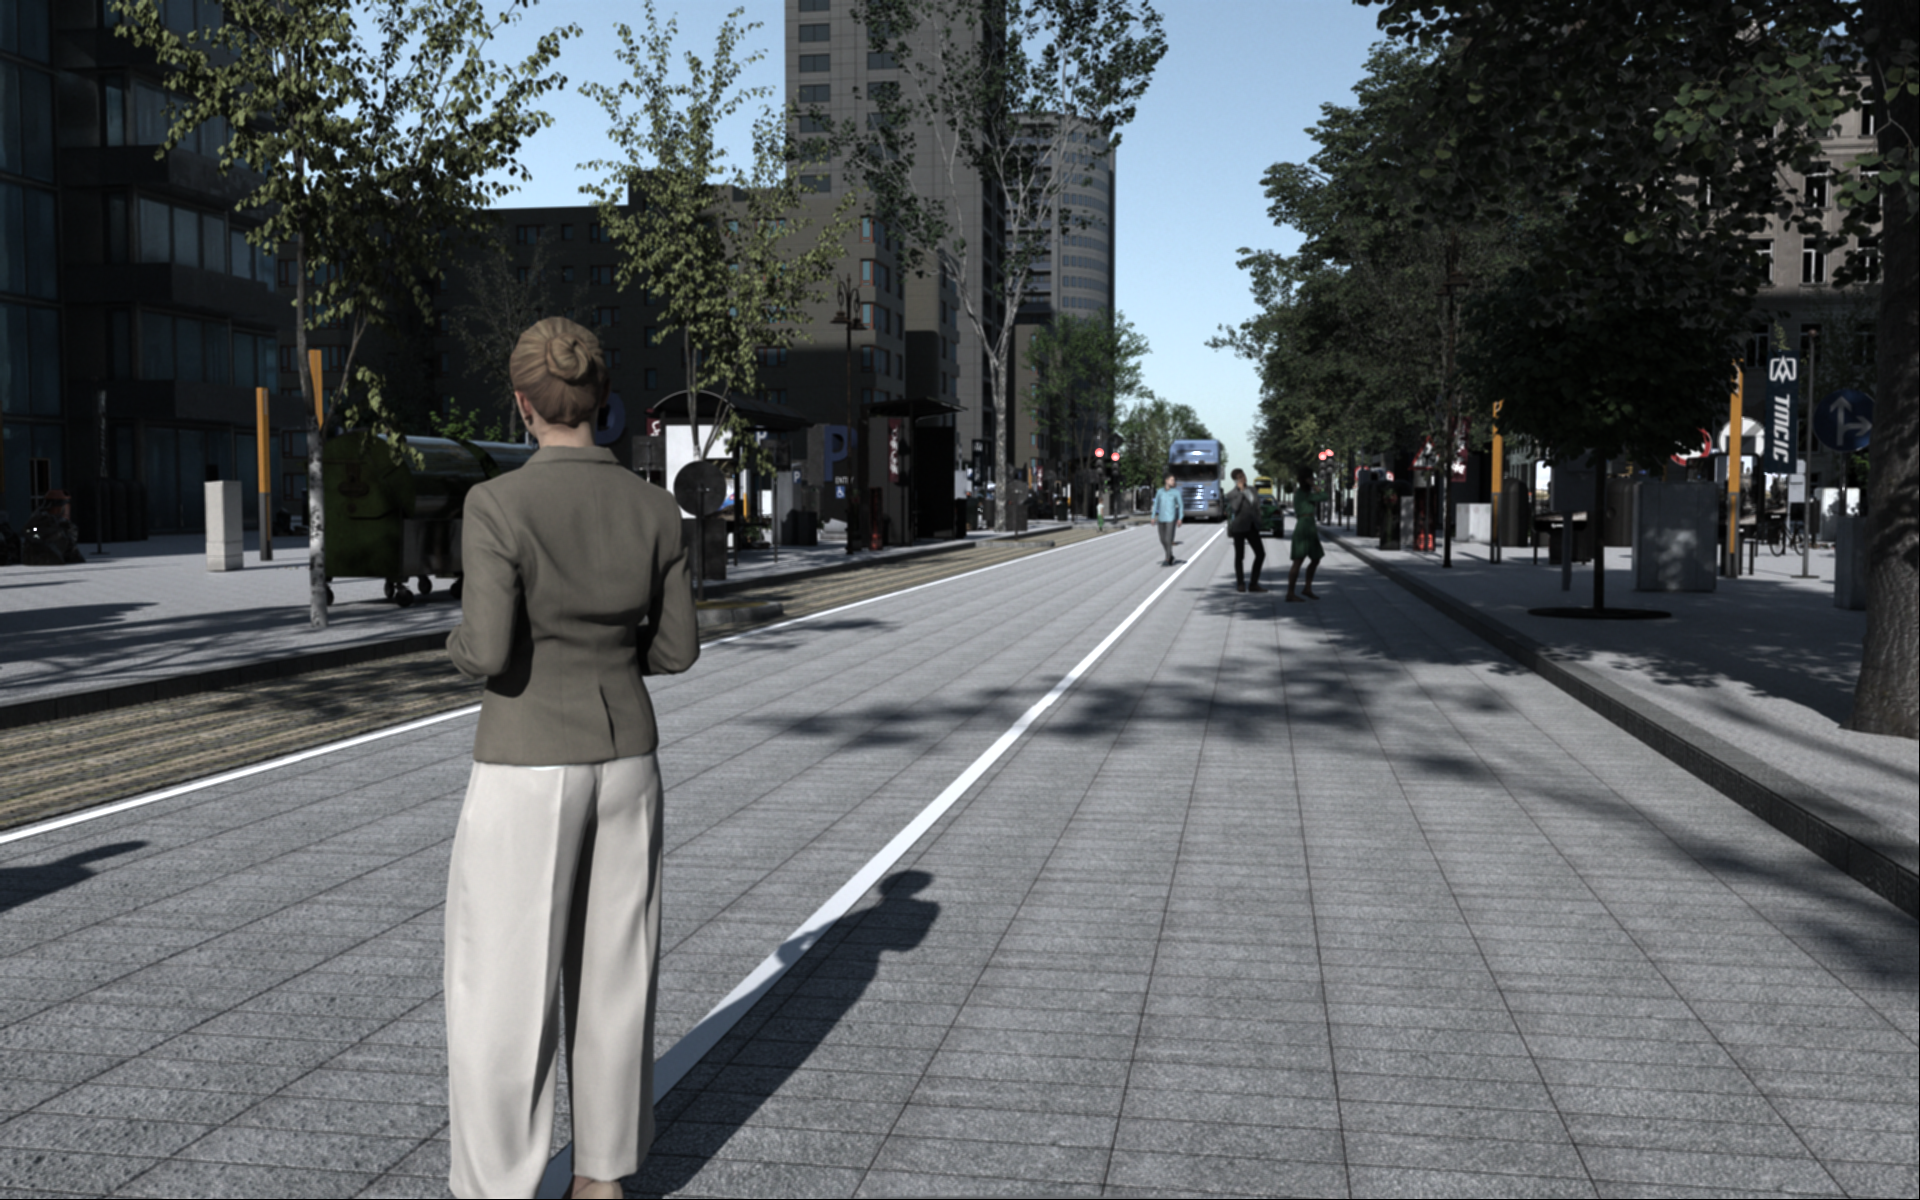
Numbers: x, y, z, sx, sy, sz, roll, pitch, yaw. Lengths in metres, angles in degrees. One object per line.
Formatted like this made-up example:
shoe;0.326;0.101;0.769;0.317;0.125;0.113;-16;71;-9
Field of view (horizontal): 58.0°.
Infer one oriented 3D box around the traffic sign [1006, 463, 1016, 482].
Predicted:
traffic sign;1.887;-4.314;70.638;0.768;2.556;0.104;1;4;14

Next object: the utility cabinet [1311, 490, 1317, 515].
utility cabinet;21.844;-5.945;105.883;0.318;1.500;1.173;-3;4;-38

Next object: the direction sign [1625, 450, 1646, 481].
direction sign;29.253;-5.078;75.015;0.876;3.537;0.379;2;4;29

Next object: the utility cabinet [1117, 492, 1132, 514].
utility cabinet;10.294;-6.130;108.911;1.173;1.500;0.318;-2;4;-35

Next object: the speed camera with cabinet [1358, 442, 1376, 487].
speed camera with cabinet;15.366;-4.307;64.749;0.660;3.252;2.038;0;4;2

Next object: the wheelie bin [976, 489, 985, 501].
wheelie bin;1.461;-6.306;111.004;0.693;1.594;0.980;2;4;32

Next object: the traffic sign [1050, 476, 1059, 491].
traffic sign;5.794;-6.623;108.390;0.768;2.556;0.104;1;4;19

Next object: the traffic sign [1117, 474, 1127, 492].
traffic sign;10.212;-6.714;109.877;0.768;2.556;0.104;1;4;18

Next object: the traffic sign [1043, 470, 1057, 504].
traffic sign;4.684;-5.542;90.713;0.768;2.556;0.104;1;4;15

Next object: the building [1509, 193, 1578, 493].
building;43.310;-16.087;117.771;10.420;20.320;16.860;1;4;10

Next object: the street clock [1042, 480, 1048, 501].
street clock;4.431;-5.244;90.307;0.358;2.002;0.471;1;4;14

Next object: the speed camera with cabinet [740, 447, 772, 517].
speed camera with cabinet;-8.539;-4.813;73.023;2.038;3.252;0.660;-1;4;-13

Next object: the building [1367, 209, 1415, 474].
building;77.248;-40.040;278.359;21.300;48.544;21.600;1;4;10

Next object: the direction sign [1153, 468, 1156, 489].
direction sign;17.241;-9.876;153.467;0.379;3.537;0.876;0;4;-7

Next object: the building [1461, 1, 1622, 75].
building;51.777;-31.064;158.012;14.600;45.320;14.200;1;4;10

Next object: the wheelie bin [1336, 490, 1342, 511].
wheelie bin;27.924;-7.368;128.373;0.693;1.594;0.980;3;4;36

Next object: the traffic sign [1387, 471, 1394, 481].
traffic sign;23.981;-5.932;97.086;0.768;2.556;0.104;1;4;18

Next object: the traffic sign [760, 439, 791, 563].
traffic sign;-3.435;-1.843;32.258;0.606;2.300;0.079;1;4;14

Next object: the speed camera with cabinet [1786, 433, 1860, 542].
speed camera with cabinet;23.143;-3.206;46.762;2.038;3.252;0.660;0;4;1

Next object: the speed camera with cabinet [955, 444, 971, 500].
speed camera with cabinet;-0.502;-4.525;68.326;0.660;3.252;2.038;-2;4;-32

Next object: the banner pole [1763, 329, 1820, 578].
banner pole;12.727;-2.231;26.488;0.863;3.779;0.401;1;4;18

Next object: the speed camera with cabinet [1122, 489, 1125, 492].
speed camera with cabinet;11.341;-8.178;128.041;2.038;3.252;0.660;-2;4;-33

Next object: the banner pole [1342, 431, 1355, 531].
banner pole;13.629;-4.302;60.356;0.401;3.779;0.863;2;4;31

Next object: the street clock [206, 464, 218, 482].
street clock;-18.205;-2.302;42.201;0.358;2.002;0.471;-2;4;-31

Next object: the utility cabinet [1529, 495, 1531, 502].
utility cabinet;26.852;-4.282;81.169;1.020;1.237;0.306;0;4;1

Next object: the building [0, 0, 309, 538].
building;-38.460;-26.540;53.532;30.456;49.044;23.786;1;4;10

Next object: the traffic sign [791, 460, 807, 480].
traffic sign;-4.769;-3.015;51.424;0.606;2.300;0.079;1;4;15

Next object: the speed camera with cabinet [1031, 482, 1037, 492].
speed camera with cabinet;5.584;-9.103;143.161;0.660;3.252;2.038;-3;4;-38

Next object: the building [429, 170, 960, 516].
building;-16.095;-16.684;117.820;27.650;21.520;28.899;1;4;10

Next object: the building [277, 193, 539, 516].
building;-47.998;-16.633;116.992;28.899;21.520;27.650;1;4;10

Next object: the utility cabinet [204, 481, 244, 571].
utility cabinet;-12.364;-1.248;29.081;0.318;1.500;1.173;-1;4;-9

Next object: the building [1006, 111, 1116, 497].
building;12.202;-44.333;266.840;21.231;58.520;28.212;1;4;10

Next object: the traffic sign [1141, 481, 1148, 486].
traffic sign;15.630;-8.997;147.202;0.768;2.556;0.104;1;4;19

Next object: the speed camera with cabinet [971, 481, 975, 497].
speed camera with cabinet;0.453;-7.327;114.129;0.660;3.252;2.038;1;4;14

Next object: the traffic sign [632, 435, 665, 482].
traffic sign;-5.446;-1.723;30.302;0.606;2.300;0.079;1;4;14

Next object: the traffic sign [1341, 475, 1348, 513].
traffic sign;25.249;-6.958;113.866;0.768;2.556;0.104;1;4;18

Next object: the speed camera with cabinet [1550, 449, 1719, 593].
speed camera with cabinet;8.915;-1.749;22.931;2.038;3.252;0.660;1;4;14

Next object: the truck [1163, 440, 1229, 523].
truck;12.729;-6.215;91.372;2.967;4.110;18.799;1;4;10

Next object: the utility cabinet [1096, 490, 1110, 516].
utility cabinet;8.217;-5.577;99.863;0.318;1.500;1.173;2;4;31

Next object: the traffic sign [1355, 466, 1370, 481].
traffic sign;17.877;-4.702;76.986;0.768;2.556;0.104;1;4;19

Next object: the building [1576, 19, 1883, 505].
building;46.400;-18.028;92.023;25.104;27.353;12.463;1;4;10

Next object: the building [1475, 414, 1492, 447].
building;50.036;-16.632;139.380;16.820;18.784;16.811;1;4;10

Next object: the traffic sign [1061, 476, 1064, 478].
traffic sign;6.794;-7.196;117.764;0.768;2.556;0.104;1;4;11

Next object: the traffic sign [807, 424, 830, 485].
traffic sign;-3.327;-3.433;50.000;2.265;3.308;0.079;1;4;13

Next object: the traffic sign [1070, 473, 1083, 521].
traffic sign;5.606;-4.977;83.501;0.606;2.300;0.079;1;4;19

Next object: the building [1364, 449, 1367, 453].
building;76.121;-32.186;297.940;14.160;30.474;14.107;1;4;10

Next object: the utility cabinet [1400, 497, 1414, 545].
utility cabinet;11.394;-2.001;43.882;1.020;1.237;0.306;3;5;41

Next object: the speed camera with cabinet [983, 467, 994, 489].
speed camera with cabinet;2.658;-8.066;126.221;2.038;3.252;0.660;-2;4;-26

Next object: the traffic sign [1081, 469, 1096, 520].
traffic sign;6.368;-5.270;86.264;0.768;2.556;0.104;1;4;10

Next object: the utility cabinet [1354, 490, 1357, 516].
utility cabinet;22.967;-5.482;98.311;1.173;1.500;0.318;1;4;20

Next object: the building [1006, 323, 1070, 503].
building;-3.104;-21.280;192.969;27.650;21.520;28.899;1;4;10

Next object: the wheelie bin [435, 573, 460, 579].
wheelie bin;-7.670;-1.135;26.472;0.980;1.594;0.693;2;4;23

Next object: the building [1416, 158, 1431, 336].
building;62.311;-32.958;193.483;22.147;44.769;28.867;1;4;10

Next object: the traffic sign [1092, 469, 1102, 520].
traffic sign;6.779;-5.327;87.200;0.768;2.556;0.104;1;4;12

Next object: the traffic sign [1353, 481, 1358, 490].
traffic sign;33.350;-8.958;146.561;0.768;2.556;0.104;1;4;18

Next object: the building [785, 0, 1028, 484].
building;-4.151;-44.539;166.461;20.563;71.187;20.611;1;4;10

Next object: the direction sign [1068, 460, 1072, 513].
direction sign;7.390;-7.533;115.166;0.379;3.537;0.876;2;4;32

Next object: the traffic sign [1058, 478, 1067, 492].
traffic sign;6.405;-6.545;109.145;0.606;2.300;0.079;1;4;12
